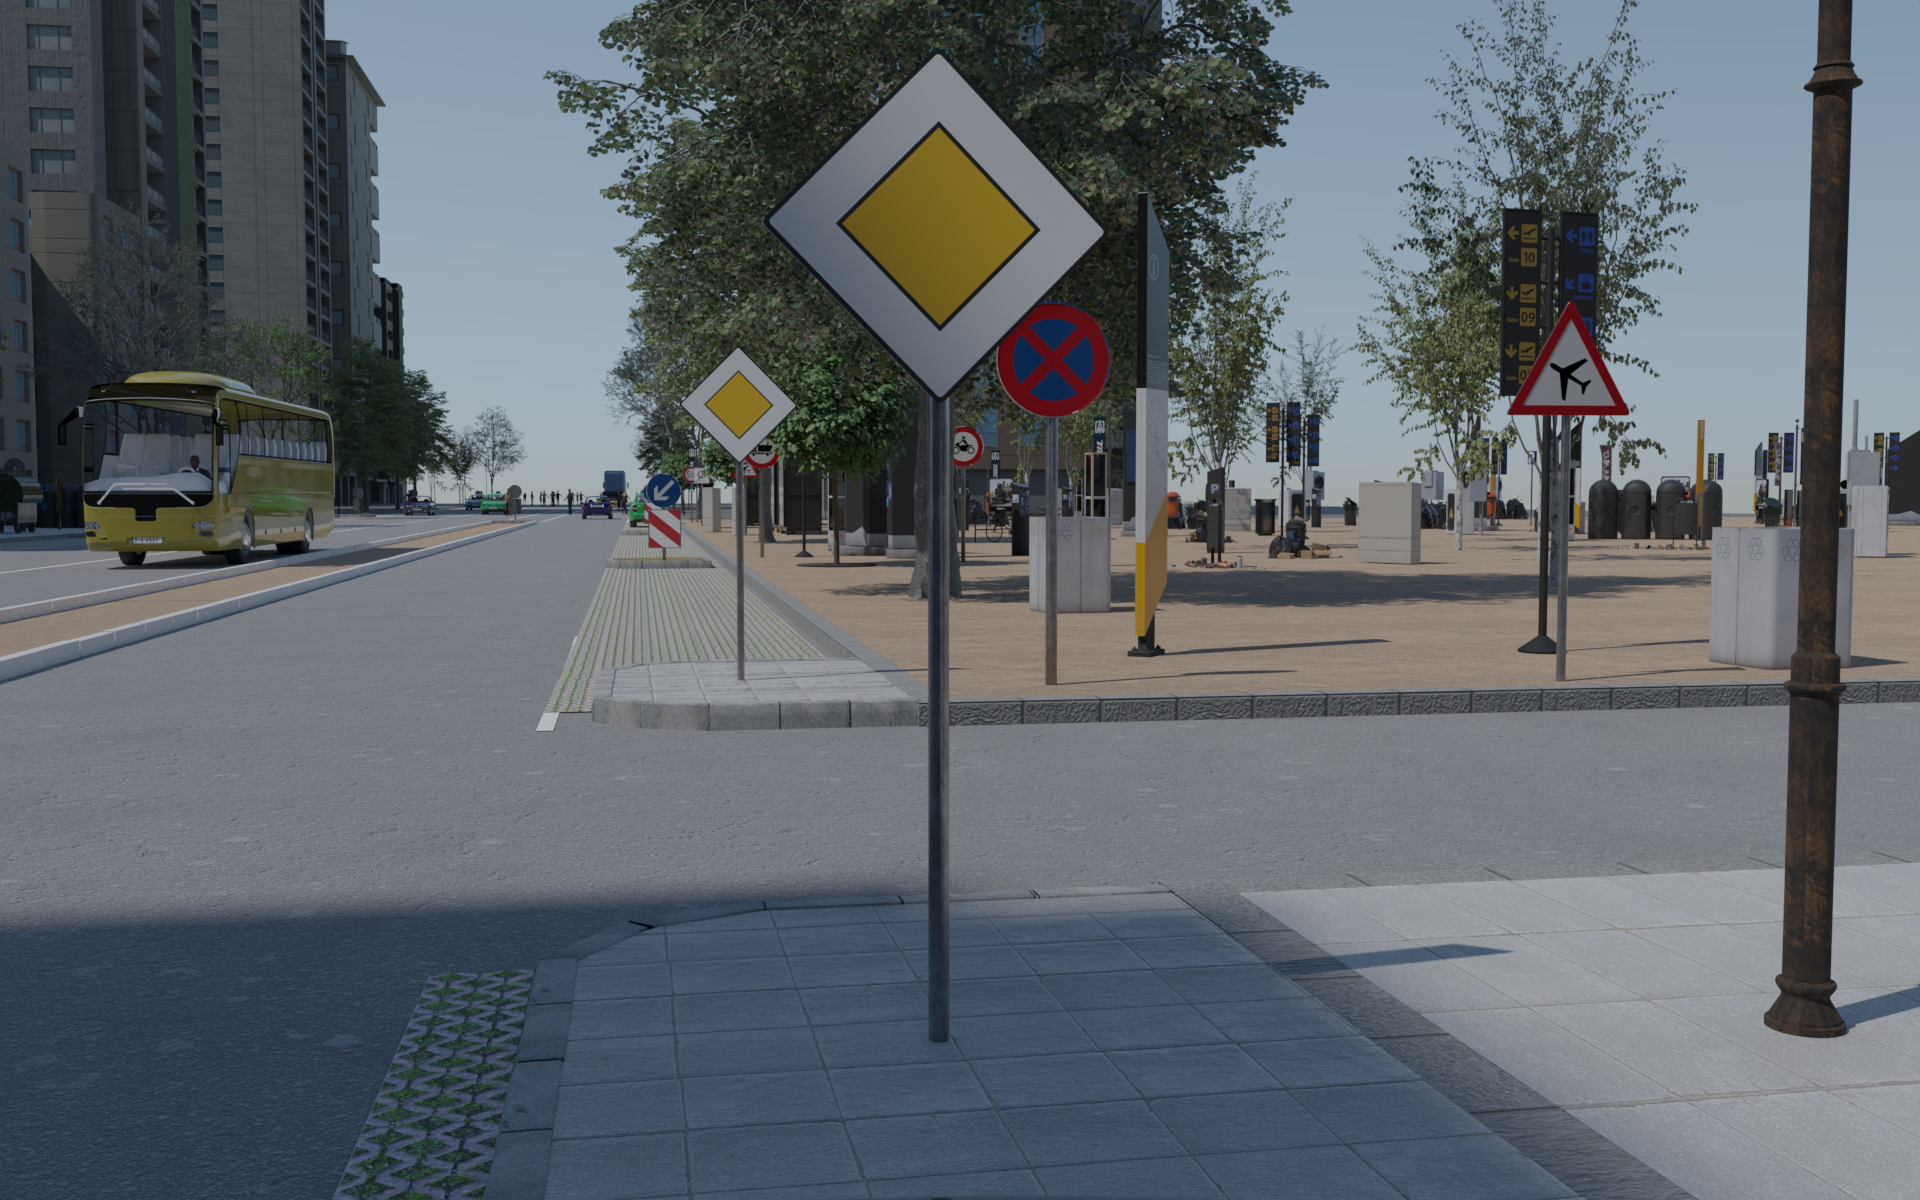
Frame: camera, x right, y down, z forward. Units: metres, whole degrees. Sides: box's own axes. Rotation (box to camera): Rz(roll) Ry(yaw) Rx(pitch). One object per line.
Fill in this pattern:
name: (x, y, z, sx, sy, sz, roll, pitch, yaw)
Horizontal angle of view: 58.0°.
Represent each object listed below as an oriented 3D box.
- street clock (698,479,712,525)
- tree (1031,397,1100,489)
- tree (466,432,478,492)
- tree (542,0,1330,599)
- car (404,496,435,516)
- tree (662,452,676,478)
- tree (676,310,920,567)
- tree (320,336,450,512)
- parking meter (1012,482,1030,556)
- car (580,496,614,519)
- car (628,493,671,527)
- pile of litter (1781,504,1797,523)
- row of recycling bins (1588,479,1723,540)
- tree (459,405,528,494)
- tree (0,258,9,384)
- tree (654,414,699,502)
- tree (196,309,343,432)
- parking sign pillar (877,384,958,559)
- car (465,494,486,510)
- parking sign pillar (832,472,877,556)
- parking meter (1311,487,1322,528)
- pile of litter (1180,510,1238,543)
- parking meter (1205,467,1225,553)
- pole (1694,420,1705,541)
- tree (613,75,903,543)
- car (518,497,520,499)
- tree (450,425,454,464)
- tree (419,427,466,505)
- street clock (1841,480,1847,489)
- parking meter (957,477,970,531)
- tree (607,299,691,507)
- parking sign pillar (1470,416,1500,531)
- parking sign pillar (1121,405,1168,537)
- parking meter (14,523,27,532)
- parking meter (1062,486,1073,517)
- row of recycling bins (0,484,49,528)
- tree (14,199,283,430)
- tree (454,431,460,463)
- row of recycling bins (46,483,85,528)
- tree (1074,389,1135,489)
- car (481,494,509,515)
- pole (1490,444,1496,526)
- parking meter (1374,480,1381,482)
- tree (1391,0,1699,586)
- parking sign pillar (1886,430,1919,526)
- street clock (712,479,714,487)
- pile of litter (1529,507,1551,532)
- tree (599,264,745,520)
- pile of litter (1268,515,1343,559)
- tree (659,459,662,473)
street clock: (-10.819, -4.183, 72.963, 0.471, 2.002, 0.358, -1, 4, -14)
tree: (5.304, -7.876, 79.132, 4.737, 8.622, 4.395, 0, 3, 0)
tree: (-58.537, -15.465, 203.210, 4.737, 8.622, 4.395, 0, 3, 0)
tree: (-0.193, -7.005, 21.180, 9.857, 13.997, 8.962, 0, 3, 0)
car: (-36.105, -6.311, 115.764, 1.945, 1.354, 3.894, -1, 4, -12)
tree: (-8.326, -4.976, 65.074, 4.285, 4.588, 4.351, 0, 3, 0)
tree: (-2.138, -2.885, 30.878, 4.285, 4.588, 4.351, 0, 3, 0)
tree: (-42.502, -12.621, 124.472, 7.486, 12.596, 7.792, 0, 3, 0)
parking meter: (1.264, -1.699, 36.183, 0.372, 1.533, 0.369, 0, 3, 0)
car: (-20.800, -5.305, 99.312, 1.945, 1.354, 3.894, -1, 4, -12)
car: (-13.434, -4.066, 75.277, 1.959, 1.807, 4.718, -1, 4, -10)
pile of litter: (37.535, -3.940, 78.391, 1.719, 0.858, 1.176, -3, 4, -36)
row of recycling bins: (19.645, -2.561, 48.986, 3.534, 1.692, 1.069, 1, 4, 18)
tree: (-63.708, -19.896, 235.662, 12.009, 13.543, 11.850, 0, 3, 0)
tree: (-29.104, -6.049, 49.272, 4.737, 8.622, 4.395, 0, 3, 0)
tree: (-24.215, -12.178, 149.479, 4.737, 8.622, 4.395, 0, 3, 0)
tree: (-39.102, -10.585, 98.818, 9.928, 11.665, 9.643, 0, 3, 0)
parking sign pillar: (-0.771, -2.830, 34.746, 1.447, 3.967, 1.447, -1, 4, -13)
car: (-42.763, -8.659, 153.577, 2.014, 1.417, 4.499, -1, 4, -9)
parking sign pillar: (-1.990, -2.940, 36.548, 1.447, 3.967, 1.447, -2, 4, -26)
parking meter: (13.631, -3.536, 66.227, 0.372, 1.533, 0.369, 0, 3, 0)
pile of litter: (6.500, -1.959, 45.991, 1.719, 0.858, 1.176, 3, 5, 42)
parking meter: (5.536, -1.949, 37.582, 0.399, 1.863, 0.255, 1, 4, 20)
pole: (20.335, -3.288, 47.608, 0.158, 3.312, 0.155, 0, 3, 0)
tree: (-5.108, -7.756, 44.936, 7.486, 12.596, 7.792, 0, 3, 0)
car: (-50.137, -11.266, 193.233, 2.155, 1.783, 4.494, -1, 4, -11)
tree: (-47.728, -13.941, 146.064, 7.486, 12.596, 7.792, 0, 3, 0)
tree: (-51.754, -13.418, 169.745, 4.737, 8.622, 4.395, 0, 3, 0)
street clock: (44.920, -5.095, 87.873, 0.358, 2.002, 0.471, -3, 5, -43)
parking meter: (0.120, -3.356, 60.575, 0.399, 1.863, 0.255, 2, 4, 35)
tree: (-30.052, -19.271, 170.971, 12.611, 20.169, 13.585, 0, 3, 0)
parking sign pillar: (18.051, -4.390, 60.242, 1.447, 3.967, 1.447, 0, 4, 8)
parking sign pillar: (5.596, -3.913, 52.443, 1.447, 3.967, 1.447, 0, 4, 0)
parking meter: (-32.058, -3.097, 59.040, 0.372, 1.533, 0.369, 0, 3, 0)
parking meter: (3.512, -2.950, 56.652, 0.372, 1.533, 0.369, 0, 3, 0)
row of recycling bins: (-39.101, -3.923, 71.254, 3.534, 1.692, 1.069, 2, 4, 33)
tree: (-34.214, -9.954, 73.121, 12.009, 13.543, 11.850, 0, 3, 0)
tree: (-49.313, -14.597, 156.790, 7.486, 12.596, 7.792, 0, 3, 0)
row of recycling bins: (-34.302, -3.783, 68.967, 1.069, 1.692, 3.534, 2, 4, 25)
tree: (6.871, -8.281, 85.753, 4.360, 8.622, 3.978, 0, 3, 0)
car: (-32.324, -6.844, 120.699, 1.959, 1.807, 4.718, -1, 4, -10)
pole: (21.629, -4.673, 70.250, 0.158, 3.312, 0.155, 0, 3, 0)
parking meter: (17.411, -4.051, 71.951, 0.399, 1.863, 0.255, -1, 4, -10)
tree: (8.183, -4.491, 23.798, 4.360, 8.622, 3.978, 0, 3, 0)
parking sign pillar: (38.396, -5.014, 70.453, 1.447, 3.967, 1.447, 1, 4, 17)
street clock: (-11.281, -4.488, 77.943, 0.471, 2.002, 0.358, 3, 5, 44)
pile of litter: (19.882, -2.732, 58.633, 1.176, 0.858, 1.719, 1, 4, 21)
tree: (-12.978, -10.807, 87.058, 12.009, 13.543, 11.850, 0, 3, 0)
pile of litter: (6.915, -1.269, 34.711, 1.719, 0.858, 1.176, -1, 4, -11)
tree: (-18.939, -8.222, 118.145, 4.285, 4.588, 4.351, 0, 3, 0)
